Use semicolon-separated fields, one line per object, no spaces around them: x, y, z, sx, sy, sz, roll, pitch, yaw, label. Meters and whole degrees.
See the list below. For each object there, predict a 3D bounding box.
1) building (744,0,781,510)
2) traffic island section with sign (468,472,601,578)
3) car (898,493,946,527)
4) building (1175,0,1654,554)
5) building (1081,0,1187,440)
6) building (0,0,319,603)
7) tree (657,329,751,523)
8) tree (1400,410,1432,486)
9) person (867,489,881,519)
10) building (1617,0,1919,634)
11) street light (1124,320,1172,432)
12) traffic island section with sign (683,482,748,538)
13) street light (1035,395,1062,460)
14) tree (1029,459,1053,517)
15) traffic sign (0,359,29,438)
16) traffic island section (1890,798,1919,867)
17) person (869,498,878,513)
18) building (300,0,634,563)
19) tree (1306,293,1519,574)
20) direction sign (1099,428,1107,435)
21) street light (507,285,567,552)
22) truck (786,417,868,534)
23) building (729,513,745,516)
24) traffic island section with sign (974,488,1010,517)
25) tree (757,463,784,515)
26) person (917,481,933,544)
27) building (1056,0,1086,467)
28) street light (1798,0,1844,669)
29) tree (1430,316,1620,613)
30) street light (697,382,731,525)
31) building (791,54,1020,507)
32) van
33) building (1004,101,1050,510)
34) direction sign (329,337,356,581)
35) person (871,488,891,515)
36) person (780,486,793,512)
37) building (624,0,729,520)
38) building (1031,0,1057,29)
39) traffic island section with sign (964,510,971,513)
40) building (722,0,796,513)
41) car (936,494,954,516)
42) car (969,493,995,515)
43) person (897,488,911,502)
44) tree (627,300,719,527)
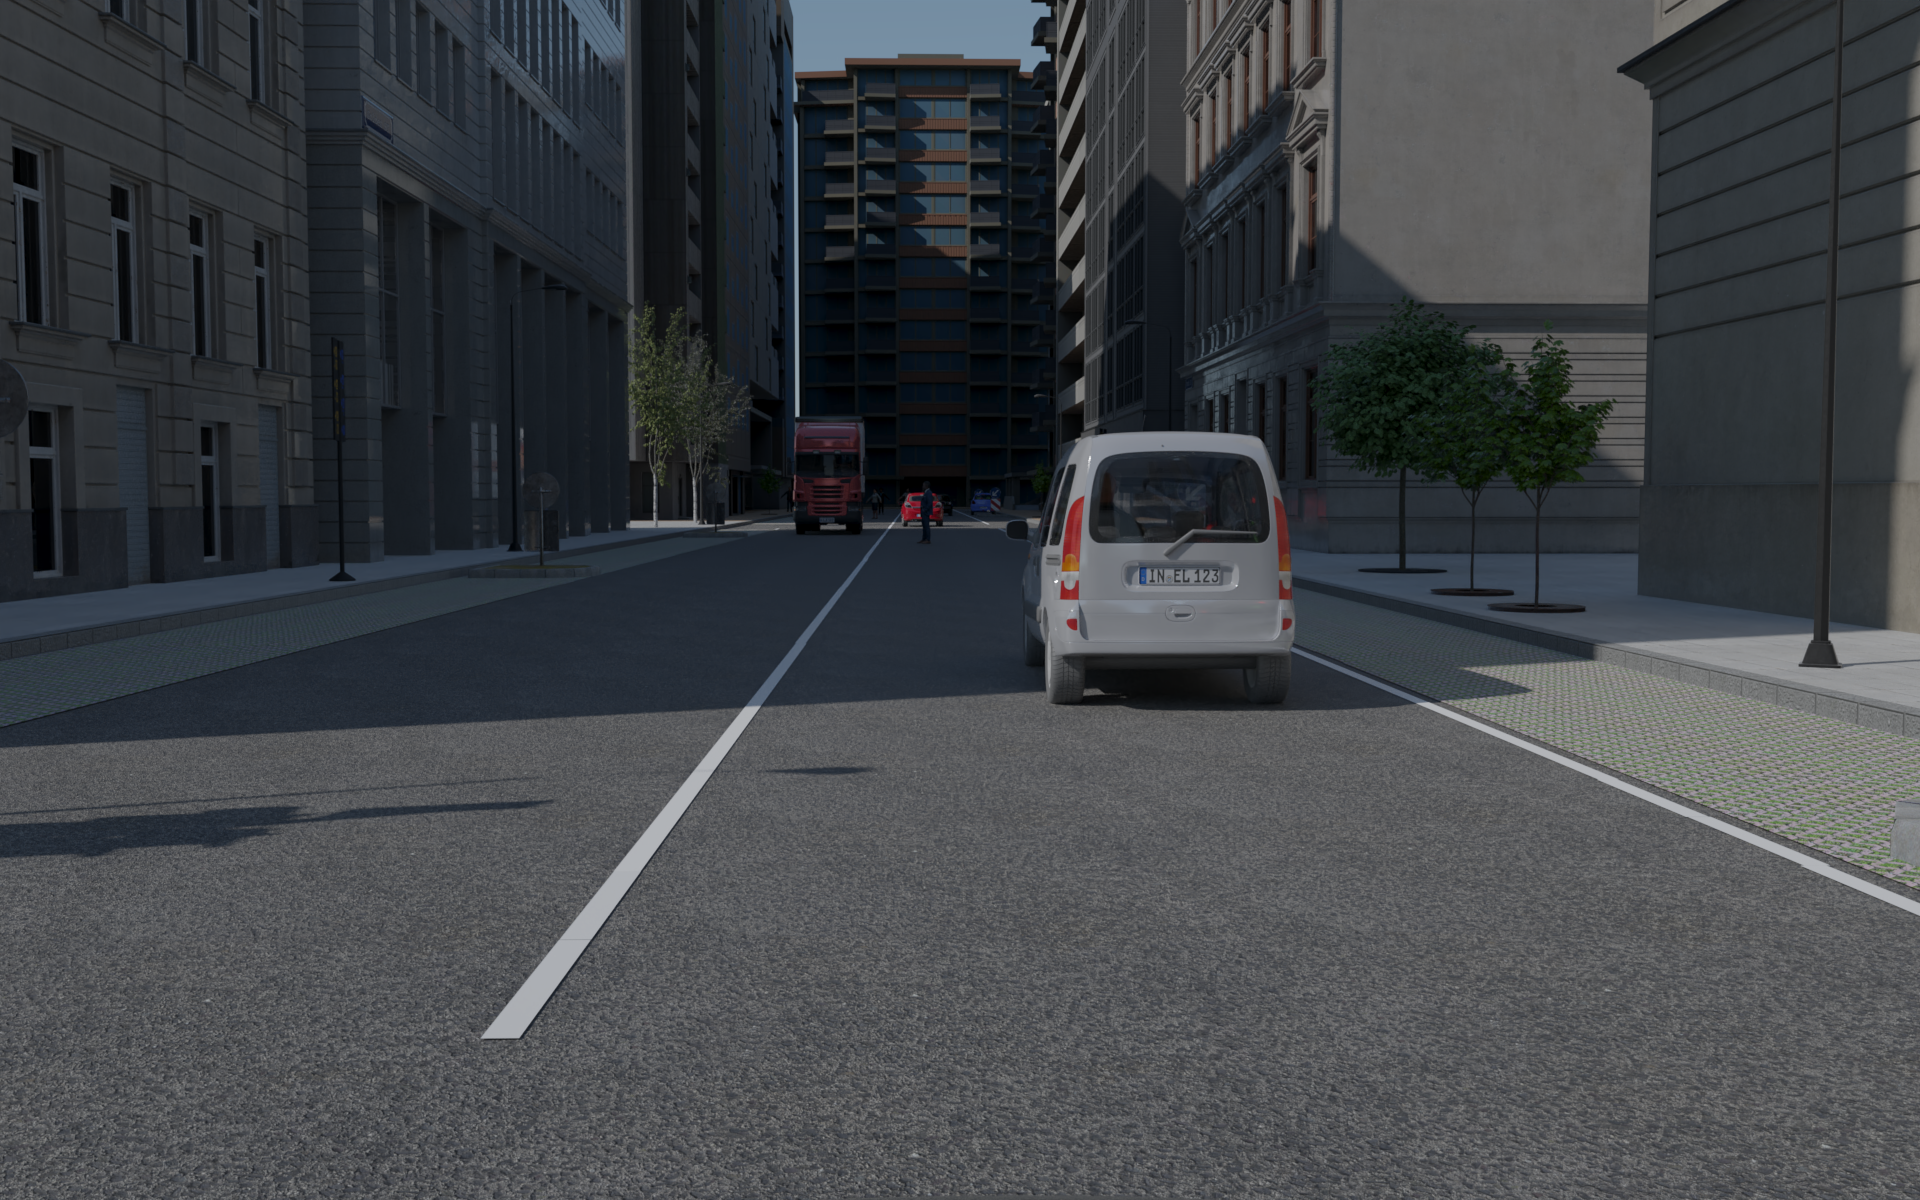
-27.190;-32.605;122.337;28.713;52.752;27.495;0;4;-1;building
-7.373;-1.324;30.281;1.989;1.847;2.006;0;4;-1;traffic island section with sign
-1.695;-4.179;77.366;2.155;1.783;4.494;0;4;-3;car
12.598;-12.852;46.290;11.583;22.565;21.152;0;4;-1;building
12.995;-16.831;68.690;14.314;27.812;24.014;0;4;-1;building
-16.898;-13.515;18.226;12.463;27.353;25.104;0;4;-1;building
-11.629;-7.736;76.854;4.360;8.622;3.978;0;3;0;tree
6.442;-1.686;22.164;1.663;3.219;1.824;0;3;0;tree
-4.961;-5.547;99.986;1.217;1.735;0.721;3;5;42;person
23.039;-11.082;14.468;30.059;22.955;16.112;0;4;-1;building
5.086;-4.517;46.387;1.470;5.913;1.316;0;4;-1;street light
-8.073;-2.980;57.356;1.989;1.847;2.006;0;4;-1;traffic island section with sign
4.181;-6.635;81.020;1.470;5.913;1.316;0;4;-1;street light
4.474;-6.168;95.455;1.663;3.219;1.824;0;3;0;tree
-9.012;-0.976;16.062;0.768;2.556;0.104;0;4;1;traffic sign
4.678;0.997;5.975;2.009;0.180;2.903;0;4;-1;traffic island section
-6.515;-7.368;132.229;1.065;1.426;0.557;2;4;29;person
-16.720;-16.413;45.840;11.434;29.767;29.804;0;4;-1;building
7.401;-2.740;28.507;4.285;4.588;4.351;0;3;0;tree
4.956;-4.163;60.054;0.379;3.537;0.876;1;4;19;direction sign
-9.405;-4.037;38.552;1.470;5.913;1.316;0;4;-1;street light
-4.839;-4.649;64.928;2.839;4.237;11.283;0;4;-3;truck
-20.059;-27.626;101.792;14.600;45.320;14.200;0;4;-1;building
2.060;-6.059;107.696;1.989;1.847;2.006;0;4;-1;traffic island section with sign
-11.758;-6.929;107.883;1.663;3.219;1.824;0;3;0;tree
-0.973;-2.531;50.064;0.419;1.800;0.721;-1;4;-16;person
16.637;-28.629;91.786;21.300;48.544;21.600;0;4;-1;building
5.866;-2.457;12.714;1.470;5.913;1.316;0;4;-1;street light
6.425;-1.488;18.924;1.663;3.219;1.824;0;3;0;tree
-10.223;-6.088;72.087;1.470;5.913;1.316;0;4;-1;street light
-3.658;-31.852;175.399;28.867;44.769;22.147;0;4;-1;building
1.382;-0.379;13.201;2.013;2.044;4.112;0;4;-1;van
20.101;-27.635;143.714;32.217;40.220;23.993;0;4;-1;building
-9.125;-2.048;25.486;0.379;3.537;0.876;-1;4;-10;direction sign
-5.422;-6.780;118.991;1.348;1.869;0.705;0;4;6;person
-12.084;-7.142;122.831;1.348;1.821;0.705;0;4;-7;person
-19.565;-19.305;87.346;14.160;30.474;14.107;0;4;-1;building
16.193;-28.285;117.085;22.147;44.769;28.867;0;4;-1;building
1.347;-7.741;135.200;1.989;1.847;2.006;0;4;-1;traffic island section with sign
-21.624;-30.390;146.982;14.200;45.320;14.600;0;4;-1;building
-1.369;-6.385;114.185;2.009;1.686;4.222;0;4;-2;car
1.576;-6.684;118.872;1.945;1.707;3.694;0;3;0;car
-3.199;-5.969;106.102;1.348;1.824;0.705;0;4;3;person
-11.548;-7.126;66.866;4.737;8.622;4.395;0;3;0;tree
